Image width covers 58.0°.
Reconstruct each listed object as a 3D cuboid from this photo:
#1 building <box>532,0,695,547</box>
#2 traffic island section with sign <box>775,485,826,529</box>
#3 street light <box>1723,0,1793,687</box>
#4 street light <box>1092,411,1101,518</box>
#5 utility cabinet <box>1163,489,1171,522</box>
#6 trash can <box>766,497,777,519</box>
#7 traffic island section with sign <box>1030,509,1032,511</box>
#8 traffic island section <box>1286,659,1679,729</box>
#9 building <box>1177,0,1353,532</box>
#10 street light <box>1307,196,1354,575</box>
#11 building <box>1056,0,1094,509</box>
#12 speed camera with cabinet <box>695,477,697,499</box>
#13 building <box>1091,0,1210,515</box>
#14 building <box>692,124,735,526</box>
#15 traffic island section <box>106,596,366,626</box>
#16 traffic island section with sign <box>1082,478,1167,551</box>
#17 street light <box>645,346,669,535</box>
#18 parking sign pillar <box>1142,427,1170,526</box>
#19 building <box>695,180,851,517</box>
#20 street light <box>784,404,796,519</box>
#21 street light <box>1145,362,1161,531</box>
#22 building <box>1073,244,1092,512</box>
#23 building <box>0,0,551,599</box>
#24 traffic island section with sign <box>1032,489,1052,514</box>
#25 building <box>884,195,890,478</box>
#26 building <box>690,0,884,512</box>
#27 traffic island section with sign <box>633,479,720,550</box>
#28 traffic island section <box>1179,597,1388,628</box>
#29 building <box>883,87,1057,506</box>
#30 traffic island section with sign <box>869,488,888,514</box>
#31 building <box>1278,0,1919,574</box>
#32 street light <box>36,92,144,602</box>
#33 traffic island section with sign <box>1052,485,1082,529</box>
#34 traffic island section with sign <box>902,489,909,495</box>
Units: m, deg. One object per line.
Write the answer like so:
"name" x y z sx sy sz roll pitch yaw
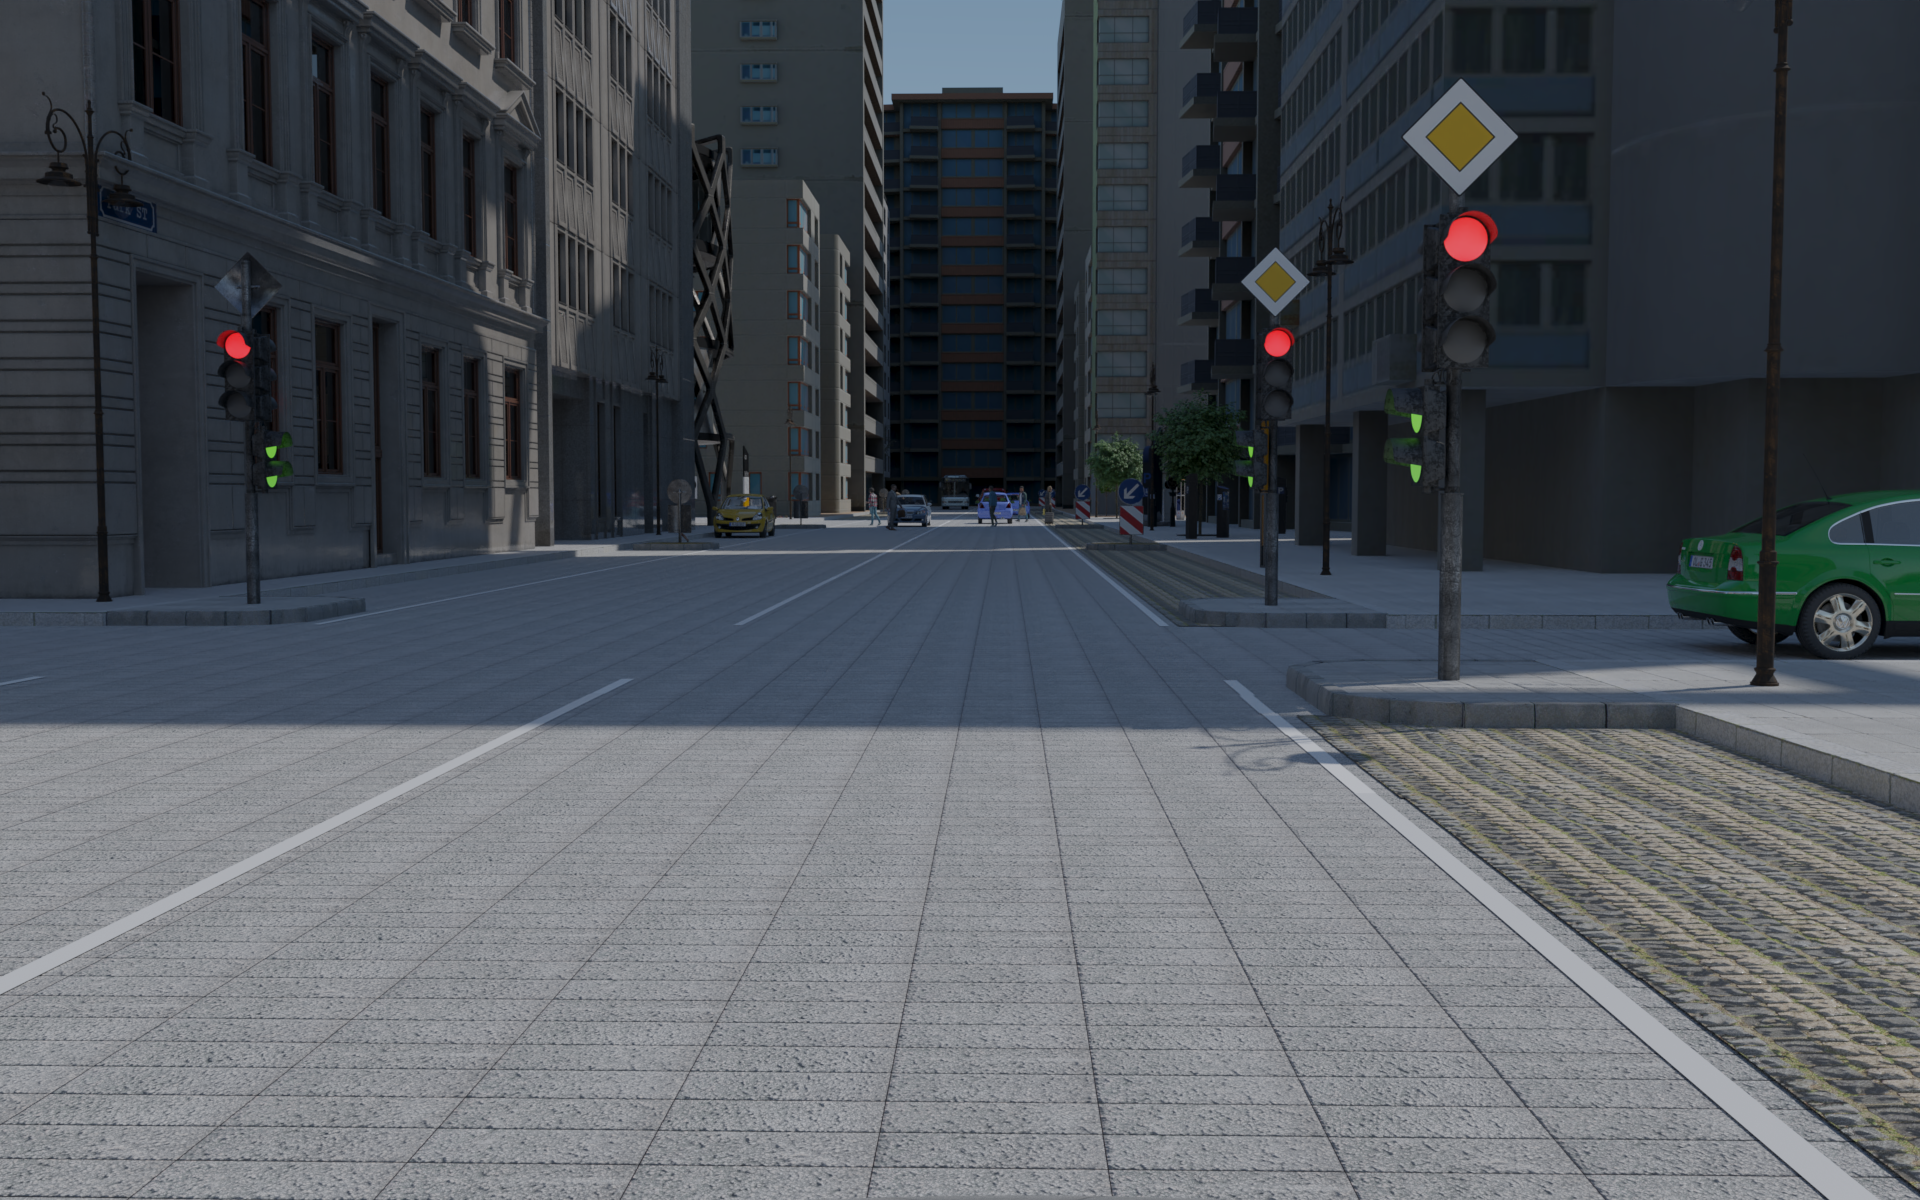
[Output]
"building" -15.748 -14.286 51.593 12.078 24.808 19.932 0 4 1
"traffic island section with sign" -6.609 -3.884 72.139 1.989 1.847 2.006 0 4 1
"street light" 5.399 -2.364 11.445 0.468 5.910 1.993 0 4 1
"street light" 7.456 -7.448 94.564 0.468 5.910 1.993 0 4 1
"utility cabinet" 8.515 -3.815 71.061 0.318 1.500 1.173 0 4 5
"trash can" -9.284 -4.471 84.749 0.748 1.137 0.748 0 3 0
"traffic island section with sign" 6.949 -8.562 148.623 1.989 1.847 2.006 0 4 1
"traffic island section" 3.401 0.630 11.974 2.009 0.180 2.903 0 4 1
"building" 20.524 -25.388 69.724 22.147 44.769 28.867 0 4 1
"street light" 5.796 -3.332 27.260 0.468 5.910 1.993 0 4 1
"building" 19.834 -32.732 158.864 21.300 48.544 21.600 0 4 1
"speed camera with cabinet" -13.832 -5.536 84.845 0.660 3.252 2.038 3 5 41
"building" 15.547 -26.218 112.254 14.154 41.232 14.086 0 4 1
"building" -17.975 -12.441 70.867 16.820 18.784 16.811 0 4 1
"traffic island section" -8.280 0.123 20.268 2.009 0.180 2.903 0 4 1
"traffic island section with sign" 4.241 -2.197 44.547 1.989 1.847 2.006 0 4 1
"street light" -9.447 -4.975 54.121 0.468 5.910 1.993 0 4 1
"parking sign pillar" 7.710 -4.950 69.403 1.447 3.967 1.447 2 4 25
"building" -22.072 -16.222 110.271 27.650 21.520 28.899 0 4 1
"street light" -8.578 -7.019 87.551 0.468 5.910 1.993 0 4 1
"street light" 6.742 -5.376 60.688 0.468 5.910 1.993 0 4 1
"building" 23.246 -17.681 134.117 27.650 21.520 28.899 0 4 1
"building" -15.165 -11.876 30.333 11.583 22.565 21.152 0 4 1
"traffic island section with sign" 6.243 -6.914 121.677 1.989 1.847 2.006 0 4 1
"building" -13.779 -23.984 163.840 14.107 30.474 14.160 0 4 1
"building" -17.331 -31.301 135.477 21.300 48.544 21.600 0 4 1
"traffic island section with sign" -7.320 -2.225 45.000 1.989 1.847 2.006 0 4 1
"traffic island section" 3.607 0.142 19.957 2.009 0.180 2.903 0 4 1
"building" 0.719 -32.717 189.548 28.867 44.769 22.147 0 4 1
"traffic island section with sign" -5.319 -6.933 121.985 1.989 1.847 2.006 0 4 1
"building" 19.396 -20.859 32.918 23.993 40.220 32.217 0 4 1
"street light" -10.208 -2.917 20.482 0.468 5.910 1.993 0 4 1
"traffic island section with sign" 4.960 -3.878 72.032 1.989 1.847 2.006 0 4 1
"traffic island section with sign" -4.631 -8.581 148.931 1.989 1.847 2.006 0 4 1
